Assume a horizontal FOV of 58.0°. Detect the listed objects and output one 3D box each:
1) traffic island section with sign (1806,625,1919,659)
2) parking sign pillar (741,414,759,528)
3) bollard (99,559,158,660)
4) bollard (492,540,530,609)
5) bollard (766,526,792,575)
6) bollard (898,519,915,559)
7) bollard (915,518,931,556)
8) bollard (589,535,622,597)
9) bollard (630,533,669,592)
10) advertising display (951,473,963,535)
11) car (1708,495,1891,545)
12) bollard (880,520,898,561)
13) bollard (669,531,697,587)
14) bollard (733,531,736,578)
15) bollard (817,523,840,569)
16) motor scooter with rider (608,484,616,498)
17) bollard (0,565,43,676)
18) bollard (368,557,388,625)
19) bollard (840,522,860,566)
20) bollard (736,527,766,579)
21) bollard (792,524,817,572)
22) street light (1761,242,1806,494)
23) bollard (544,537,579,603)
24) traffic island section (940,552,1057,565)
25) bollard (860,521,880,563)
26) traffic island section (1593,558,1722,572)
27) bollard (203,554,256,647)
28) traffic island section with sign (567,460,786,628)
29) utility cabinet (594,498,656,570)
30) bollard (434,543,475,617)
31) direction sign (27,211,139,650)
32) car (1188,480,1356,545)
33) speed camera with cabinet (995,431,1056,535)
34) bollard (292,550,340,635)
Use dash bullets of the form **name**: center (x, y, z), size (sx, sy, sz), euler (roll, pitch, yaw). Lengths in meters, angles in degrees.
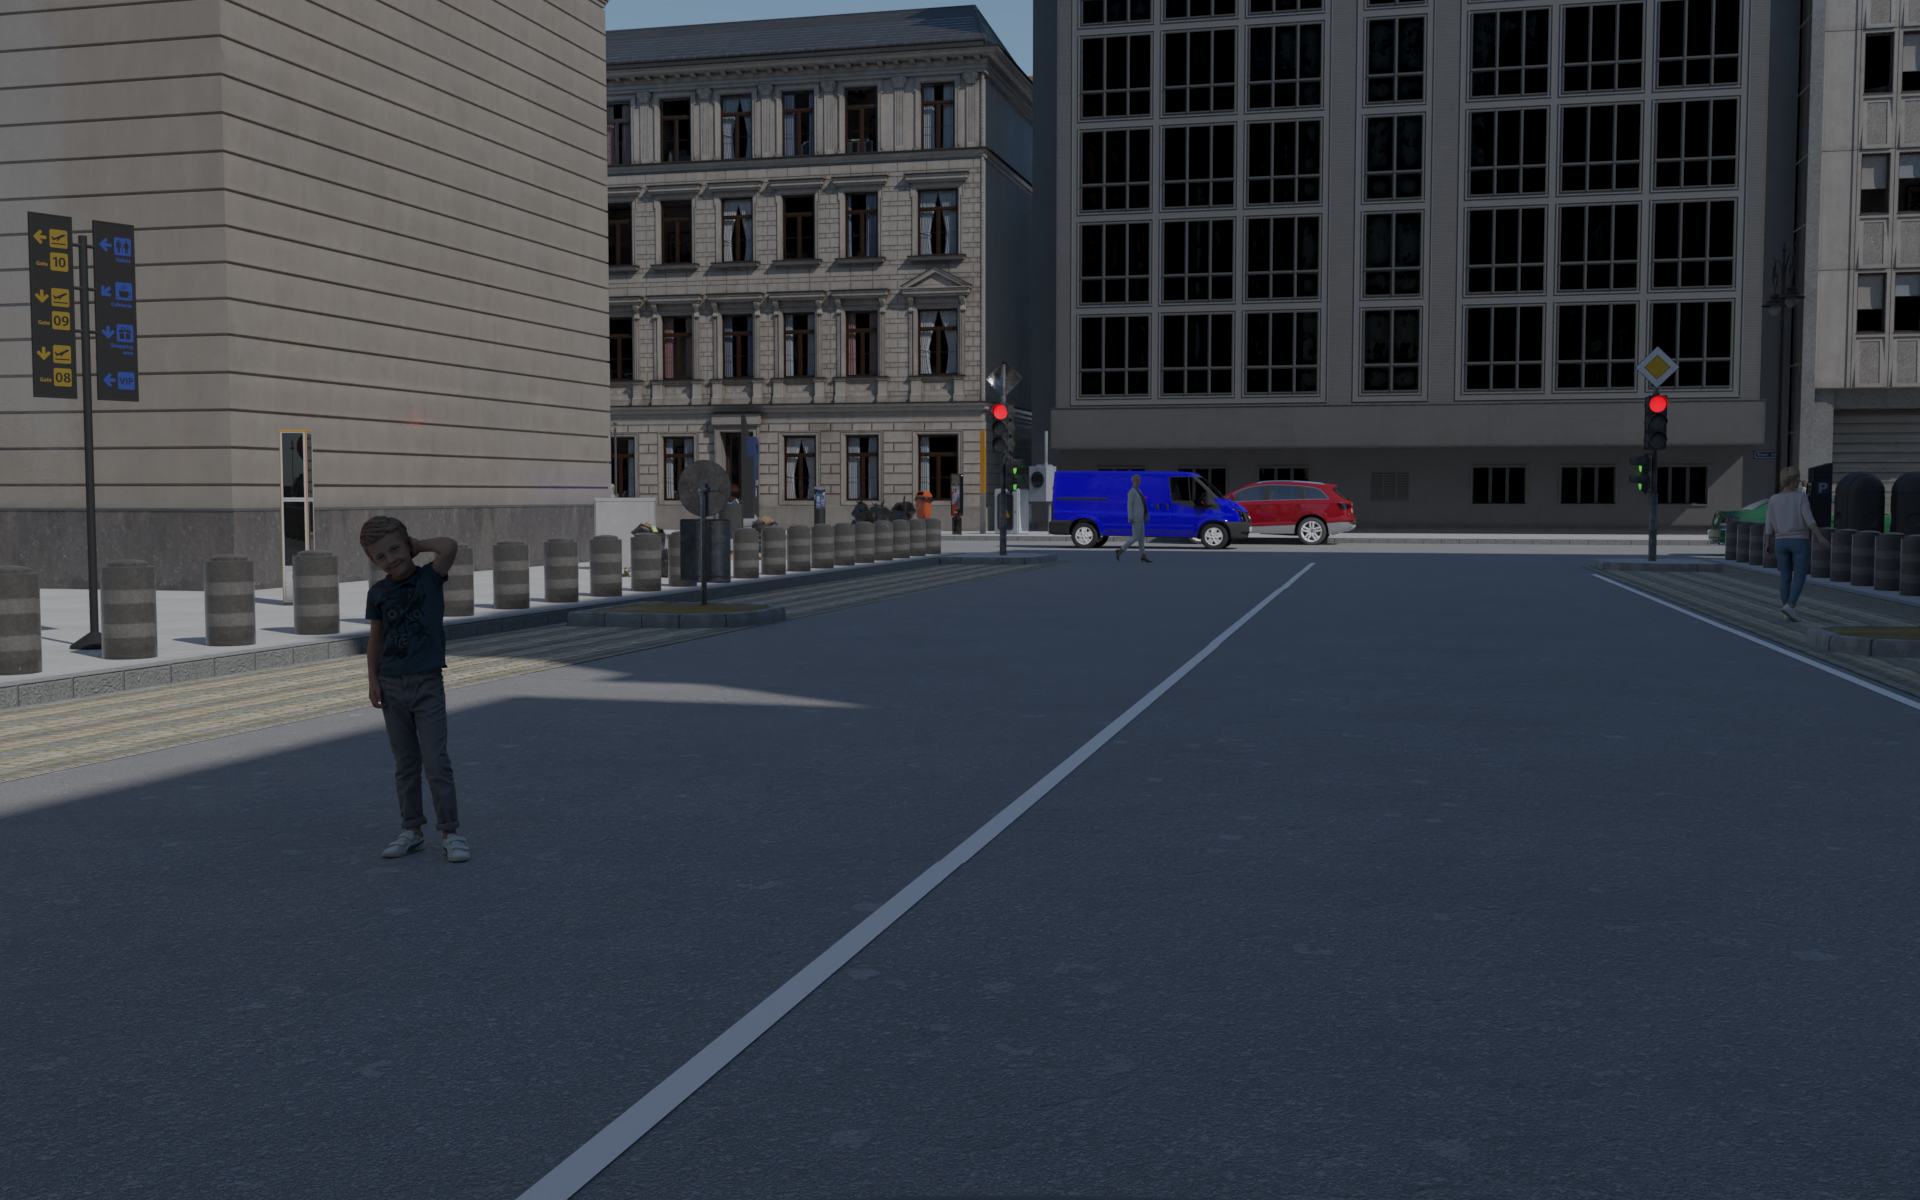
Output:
- **traffic island section with sign**: center (8.906, -0.437, 15.769), size (1.989, 1.847, 2.006), euler (1, 4, 14)
- **parking sign pillar**: center (-7.149, -4.313, 58.996), size (1.447, 3.967, 1.447), euler (0, 4, 1)
- **bollard**: center (-6.511, 0.070, 13.567), size (0.404, 0.777, 0.398), euler (0, 3, 0)
- **bollard**: center (-5.032, -0.287, 19.417), size (0.404, 0.777, 0.398), euler (0, 3, 0)
- **bollard**: center (-2.973, -0.788, 27.599), size (0.404, 0.777, 0.398), euler (0, 3, 0)
- **bollard**: center (-1.199, -1.218, 34.634), size (0.404, 0.777, 0.398), euler (0, 3, 0)
- **bollard**: center (-0.905, -1.289, 35.799), size (0.404, 0.777, 0.398), euler (0, 3, 0)
- **bollard**: center (-4.447, -0.430, 21.750), size (0.404, 0.777, 0.398), euler (0, 3, 0)
- **bollard**: center (-4.155, -0.501, 22.916), size (0.404, 0.777, 0.398), euler (0, 3, 0)
- **advertising display**: center (-0.095, -3.020, 54.589), size (0.123, 1.923, 0.974), euler (-1, 4, -17)
- **car**: center (19.838, -1.709, 39.740), size (4.920, 1.459, 2.131), euler (1, 4, 13)
- **bollard**: center (-1.492, -1.147, 33.469), size (0.404, 0.777, 0.398), euler (0, 3, 0)
- **bollard**: center (-3.858, -0.573, 24.090), size (0.404, 0.777, 0.398), euler (0, 3, 0)
- **bollard**: center (-3.561, -0.644, 25.254), size (0.404, 0.777, 0.398), euler (0, 3, 0)
- **bollard**: center (-2.379, -0.931, 29.936), size (0.404, 0.777, 0.398), euler (0, 3, 0)
- **motor scooter with rider**: center (-10.209, -2.615, 51.725), size (1.986, 1.779, 0.876), euler (1, 4, 16)
- **bollard**: center (-6.805, 0.142, 12.401), size (0.404, 0.777, 0.398), euler (0, 3, 0)
- **bollard**: center (-5.625, -0.145, 17.085), size (0.404, 0.777, 0.398), euler (0, 3, 0)
- **bollard**: center (-2.086, -1.002, 31.105), size (0.404, 0.777, 0.398), euler (0, 3, 0)
- **bollard**: center (-3.266, -0.717, 26.434), size (0.404, 0.777, 0.398), euler (0, 3, 0)
- **bollard**: center (-2.678, -0.859, 28.764), size (0.404, 0.777, 0.398), euler (0, 3, 0)
- **street light**: center (15.149, -3.622, 32.002), size (0.468, 5.910, 1.993), euler (1, 4, 14)
- **bollard**: center (-4.738, -0.359, 20.583), size (0.404, 0.777, 0.398), euler (0, 3, 0)
- **traffic island section**: center (0.884, -0.858, 36.312), size (2.009, 0.180, 2.903), euler (1, 4, 14)
- **bollard**: center (-1.792, -1.075, 32.285), size (0.404, 0.777, 0.398), euler (0, 3, 0)
- **traffic island section**: center (13.287, -0.667, 33.192), size (2.009, 0.180, 2.903), euler (1, 4, 14)
- **bollard**: center (-6.212, -0.001, 14.735), size (0.404, 0.777, 0.398), euler (0, 3, 0)
- **traffic island section with sign**: center (-3.043, -0.654, 19.328), size (1.989, 1.847, 2.006), euler (1, 4, 14)
- **utility cabinet**: center (-5.697, -1.120, 29.474), size (1.020, 1.237, 0.306), euler (-1, 4, -13)
- **bollard**: center (-5.329, -0.216, 18.250), size (0.404, 0.777, 0.398), euler (0, 3, 0)
- **direction sign**: center (-7.207, -1.365, 14.323), size (0.379, 3.537, 0.876), euler (2, 4, 34)
- **car**: center (8.672, -2.516, 49.808), size (5.304, 1.827, 2.281), euler (1, 4, 16)
- **speed camera with cabinet**: center (2.056, -3.705, 54.919), size (2.038, 3.252, 0.660), euler (3, 4, 38)
- **bollard**: center (-5.916, -0.073, 15.916), size (0.404, 0.777, 0.398), euler (0, 3, 0)
